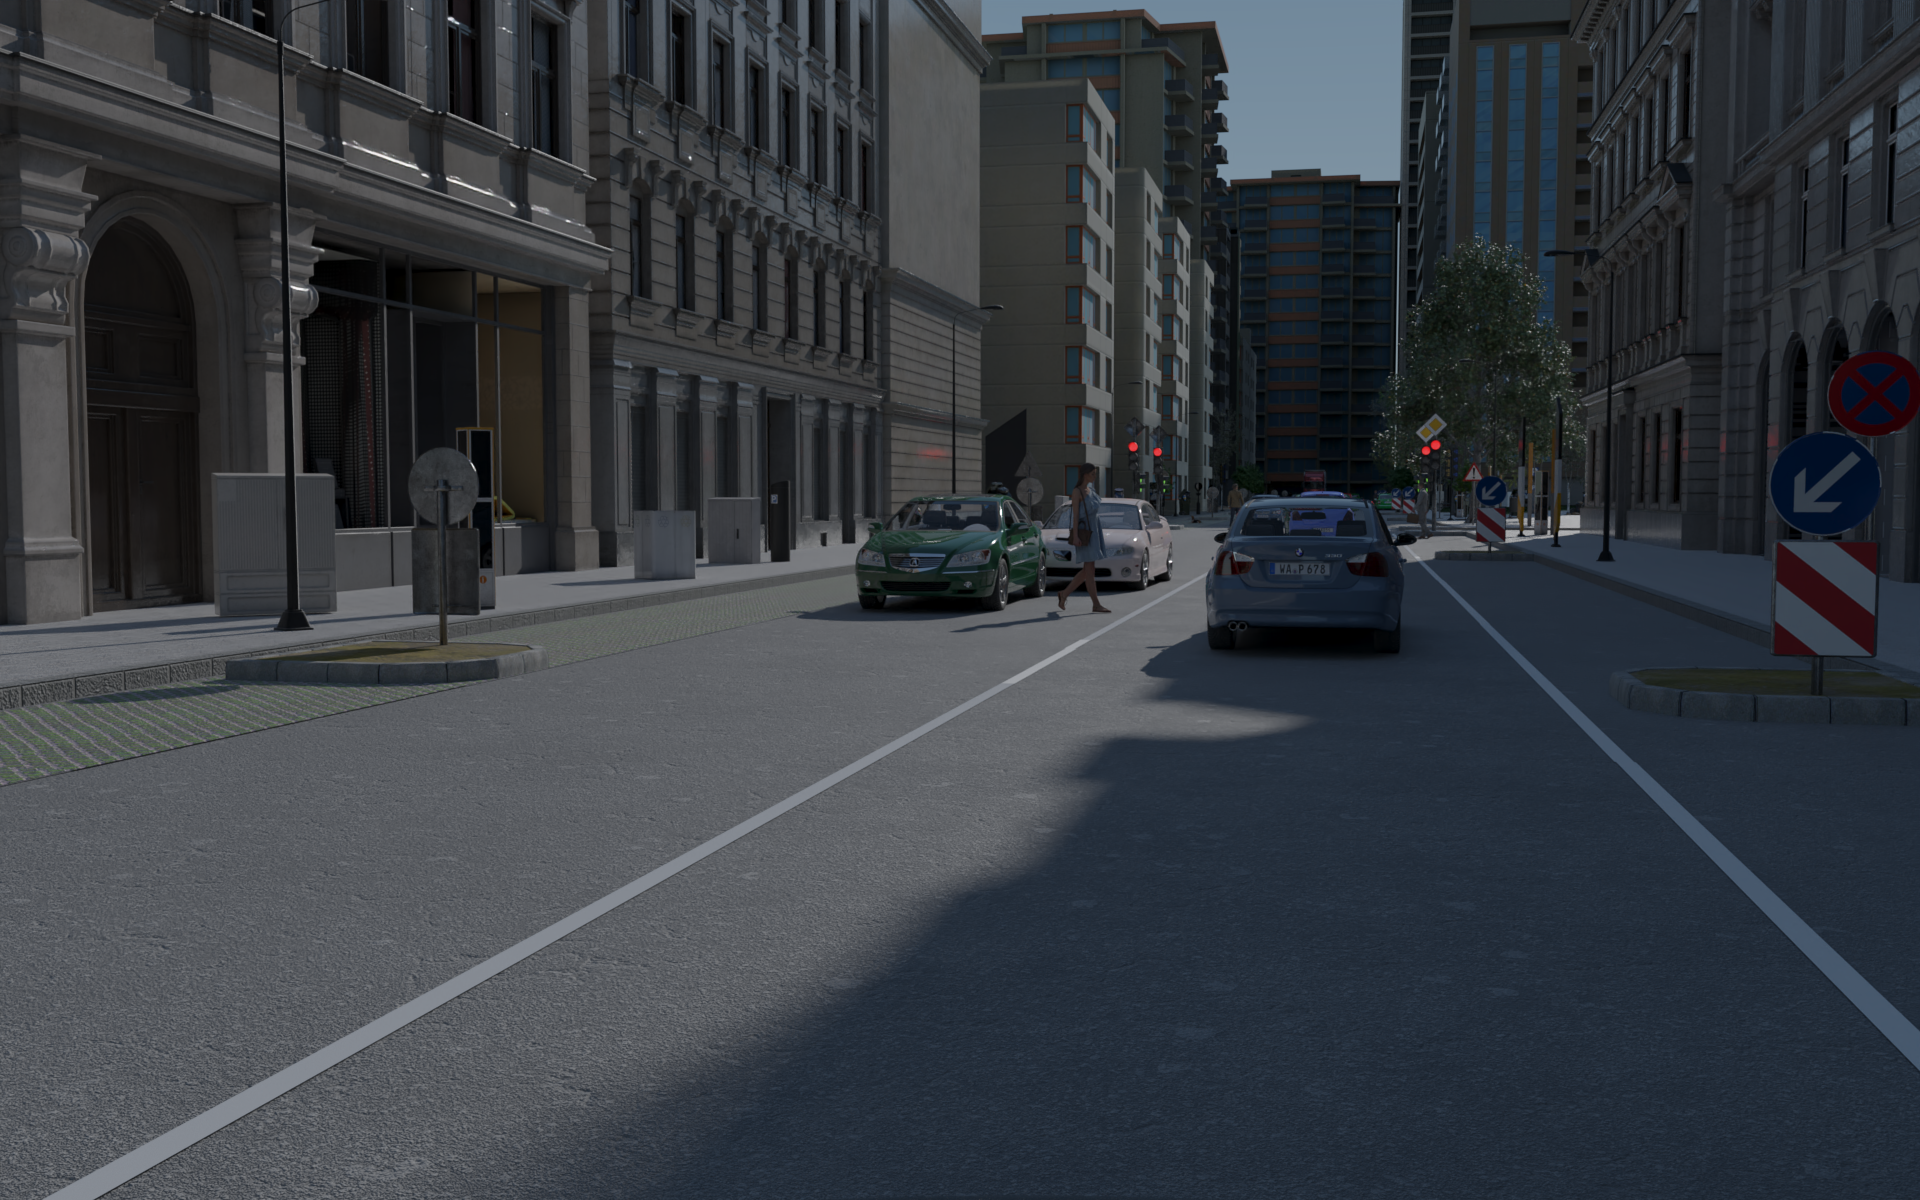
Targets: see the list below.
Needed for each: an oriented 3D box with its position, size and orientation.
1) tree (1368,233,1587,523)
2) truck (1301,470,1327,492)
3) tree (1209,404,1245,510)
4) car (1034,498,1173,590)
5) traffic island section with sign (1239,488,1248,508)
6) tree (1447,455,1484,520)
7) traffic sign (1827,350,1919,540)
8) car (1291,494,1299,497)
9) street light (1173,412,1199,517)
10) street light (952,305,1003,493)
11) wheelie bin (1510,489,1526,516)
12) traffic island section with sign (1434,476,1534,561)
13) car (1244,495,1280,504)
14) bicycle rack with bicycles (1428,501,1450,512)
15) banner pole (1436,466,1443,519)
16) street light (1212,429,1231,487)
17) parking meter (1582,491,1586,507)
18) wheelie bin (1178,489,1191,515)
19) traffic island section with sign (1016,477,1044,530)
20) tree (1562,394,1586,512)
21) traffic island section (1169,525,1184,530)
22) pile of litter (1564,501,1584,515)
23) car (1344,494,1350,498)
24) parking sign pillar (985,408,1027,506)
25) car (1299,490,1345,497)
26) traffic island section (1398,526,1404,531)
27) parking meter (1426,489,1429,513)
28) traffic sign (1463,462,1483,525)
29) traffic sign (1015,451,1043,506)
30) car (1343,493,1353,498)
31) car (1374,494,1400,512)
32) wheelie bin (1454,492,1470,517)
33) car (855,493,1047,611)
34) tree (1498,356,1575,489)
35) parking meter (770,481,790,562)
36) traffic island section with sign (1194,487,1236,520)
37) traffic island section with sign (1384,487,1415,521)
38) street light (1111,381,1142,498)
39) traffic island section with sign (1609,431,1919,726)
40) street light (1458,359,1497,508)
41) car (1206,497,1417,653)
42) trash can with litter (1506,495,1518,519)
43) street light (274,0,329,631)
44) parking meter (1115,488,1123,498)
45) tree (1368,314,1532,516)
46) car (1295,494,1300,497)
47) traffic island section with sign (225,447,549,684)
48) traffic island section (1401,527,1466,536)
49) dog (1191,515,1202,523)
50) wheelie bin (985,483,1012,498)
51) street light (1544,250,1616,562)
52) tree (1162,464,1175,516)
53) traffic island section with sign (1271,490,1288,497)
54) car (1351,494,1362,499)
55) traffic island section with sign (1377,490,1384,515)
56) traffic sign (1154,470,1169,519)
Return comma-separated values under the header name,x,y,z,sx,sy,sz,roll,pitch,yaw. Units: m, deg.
name,x,y,z,sx,sy,sz,roll,pitch,yaw
tree,22.924,-9.740,76.263,9.611,12.733,9.660,0,3,0
truck,41.427,-13.045,202.202,2.839,4.237,11.283,1,4,13
tree,21.094,-11.636,140.607,4.360,8.622,3.978,0,3,0
car,2.251,-0.923,27.451,2.083,1.381,4.827,1,4,14
traffic island section with sign,19.830,-6.876,121.043,1.989,1.847,2.006,1,4,13
tree,24.987,-5.566,85.607,1.663,3.219,1.824,0,3,0
traffic sign,8.134,-0.939,15.461,0.768,2.556,0.104,1,4,19
car,32.367,-9.391,165.335,2.131,1.459,4.920,1,4,14
street light,12.799,-7.683,98.160,1.470,5.913,1.316,1,4,13
street light,0.373,-4.298,42.815,1.470,5.913,1.316,1,4,13
wheelie bin,32.614,-5.705,101.190,0.980,1.594,0.693,-1,4,-15
traffic island section with sign,11.483,-1.799,38.036,1.989,1.847,2.006,1,4,13
car,13.880,-4.076,78.651,2.014,1.417,4.499,1,4,14
bicycle rack with bicycles,35.410,-6.965,127.255,2.925,0.926,2.852,0,4,-4
banner pole,25.140,-6.156,90.663,0.401,3.779,0.863,1,4,17
street light,18.773,-9.306,124.699,1.470,5.913,1.316,1,4,13
parking meter,45.136,-7.139,125.125,0.372,1.533,0.369,0,3,0
wheelie bin,13.672,-5.958,105.316,0.693,1.594,0.980,-1,4,-10
traffic island section with sign,1.605,-1.959,40.651,1.989,1.847,2.006,1,4,13
tree,43.021,-10.503,122.085,4.360,8.622,3.978,0,3,0
traffic island section,8.038,-2.952,70.543,2.009,0.180,2.903,1,4,13
pile of litter,37.556,-5.570,105.029,1.719,0.858,1.176,3,5,41
car,20.719,-5.094,95.083,2.131,1.459,4.920,1,4,13
parking sign pillar,1.447,-4.048,54.664,1.447,3.967,1.447,0,4,1
car,9.579,-2.220,45.887,1.945,1.707,3.694,1,4,11
traffic island section,18.318,-2.809,68.216,2.009,0.180,2.903,1,4,13
parking meter,32.414,-7.029,120.627,0.399,1.863,0.255,2,4,33
traffic sign,21.051,-4.341,70.986,0.884,2.594,0.081,1,4,18
traffic sign,2.056,-3.188,52.124,0.884,2.594,0.081,1,4,19
car,25.348,-6.481,115.001,2.155,1.783,4.494,1,4,14
car,32.224,-7.445,130.516,1.959,1.807,4.718,1,4,13
wheelie bin,27.962,-5.414,96.420,0.980,1.594,0.693,-3,5,-42
car,-0.025,-0.680,22.920,2.131,1.459,4.920,1,4,12
tree,28.632,-8.298,86.040,4.737,8.622,4.395,0,3,0
parking meter,-3.407,-1.494,32.831,0.372,1.533,0.369,0,3,0
traffic island section with sign,13.836,-5.257,94.583,1.989,1.847,2.006,1,4,13
traffic island section with sign,23.877,-5.141,92.680,1.989,1.847,2.006,1,4,13
street light,6.823,-6.060,71.621,1.470,5.913,1.316,1,4,13
traffic island section with sign,5.534,-0.191,11.743,1.989,1.847,2.006,1,4,13
street light,17.843,-5.327,59.641,1.470,5.913,1.316,1,4,13
car,3.455,-0.308,17.034,2.014,1.417,4.499,1,4,14
trash can with litter,28.692,-4.888,90.984,2.233,1.210,1.678,0,4,-5
street light,-5.768,-2.662,16.057,1.470,5.913,1.316,1,4,13
parking meter,6.732,-3.971,73.341,0.372,1.533,0.369,0,3,0
tree,29.680,-11.792,103.165,12.009,13.543,11.850,0,3,0
car,10.939,-2.543,53.375,2.131,1.459,4.920,1,4,11
traffic island section with sign,-4.446,-0.326,13.956,1.989,1.847,2.006,1,4,13
traffic island section,16.553,-2.333,60.428,2.009,0.180,2.903,1,4,13
dog,11.486,-3.925,84.374,0.550,0.427,0.748,-2,4,-33
wheelie bin,1.025,-2.461,48.153,0.693,1.594,0.980,2,4,29
street light,11.793,-3.697,32.987,1.470,5.913,1.316,1,4,13
tree,12.230,-6.641,103.175,1.663,3.219,1.824,0,3,0
traffic island section with sign,30.880,-9.854,169.732,1.989,1.847,2.006,1,4,13
car,43.316,-11.132,190.804,1.959,1.807,4.718,1,4,13
traffic island section with sign,29.897,-6.765,119.227,1.989,1.847,2.006,1,4,13
traffic sign,10.451,-5.493,89.923,0.768,2.556,0.104,1,4,20
